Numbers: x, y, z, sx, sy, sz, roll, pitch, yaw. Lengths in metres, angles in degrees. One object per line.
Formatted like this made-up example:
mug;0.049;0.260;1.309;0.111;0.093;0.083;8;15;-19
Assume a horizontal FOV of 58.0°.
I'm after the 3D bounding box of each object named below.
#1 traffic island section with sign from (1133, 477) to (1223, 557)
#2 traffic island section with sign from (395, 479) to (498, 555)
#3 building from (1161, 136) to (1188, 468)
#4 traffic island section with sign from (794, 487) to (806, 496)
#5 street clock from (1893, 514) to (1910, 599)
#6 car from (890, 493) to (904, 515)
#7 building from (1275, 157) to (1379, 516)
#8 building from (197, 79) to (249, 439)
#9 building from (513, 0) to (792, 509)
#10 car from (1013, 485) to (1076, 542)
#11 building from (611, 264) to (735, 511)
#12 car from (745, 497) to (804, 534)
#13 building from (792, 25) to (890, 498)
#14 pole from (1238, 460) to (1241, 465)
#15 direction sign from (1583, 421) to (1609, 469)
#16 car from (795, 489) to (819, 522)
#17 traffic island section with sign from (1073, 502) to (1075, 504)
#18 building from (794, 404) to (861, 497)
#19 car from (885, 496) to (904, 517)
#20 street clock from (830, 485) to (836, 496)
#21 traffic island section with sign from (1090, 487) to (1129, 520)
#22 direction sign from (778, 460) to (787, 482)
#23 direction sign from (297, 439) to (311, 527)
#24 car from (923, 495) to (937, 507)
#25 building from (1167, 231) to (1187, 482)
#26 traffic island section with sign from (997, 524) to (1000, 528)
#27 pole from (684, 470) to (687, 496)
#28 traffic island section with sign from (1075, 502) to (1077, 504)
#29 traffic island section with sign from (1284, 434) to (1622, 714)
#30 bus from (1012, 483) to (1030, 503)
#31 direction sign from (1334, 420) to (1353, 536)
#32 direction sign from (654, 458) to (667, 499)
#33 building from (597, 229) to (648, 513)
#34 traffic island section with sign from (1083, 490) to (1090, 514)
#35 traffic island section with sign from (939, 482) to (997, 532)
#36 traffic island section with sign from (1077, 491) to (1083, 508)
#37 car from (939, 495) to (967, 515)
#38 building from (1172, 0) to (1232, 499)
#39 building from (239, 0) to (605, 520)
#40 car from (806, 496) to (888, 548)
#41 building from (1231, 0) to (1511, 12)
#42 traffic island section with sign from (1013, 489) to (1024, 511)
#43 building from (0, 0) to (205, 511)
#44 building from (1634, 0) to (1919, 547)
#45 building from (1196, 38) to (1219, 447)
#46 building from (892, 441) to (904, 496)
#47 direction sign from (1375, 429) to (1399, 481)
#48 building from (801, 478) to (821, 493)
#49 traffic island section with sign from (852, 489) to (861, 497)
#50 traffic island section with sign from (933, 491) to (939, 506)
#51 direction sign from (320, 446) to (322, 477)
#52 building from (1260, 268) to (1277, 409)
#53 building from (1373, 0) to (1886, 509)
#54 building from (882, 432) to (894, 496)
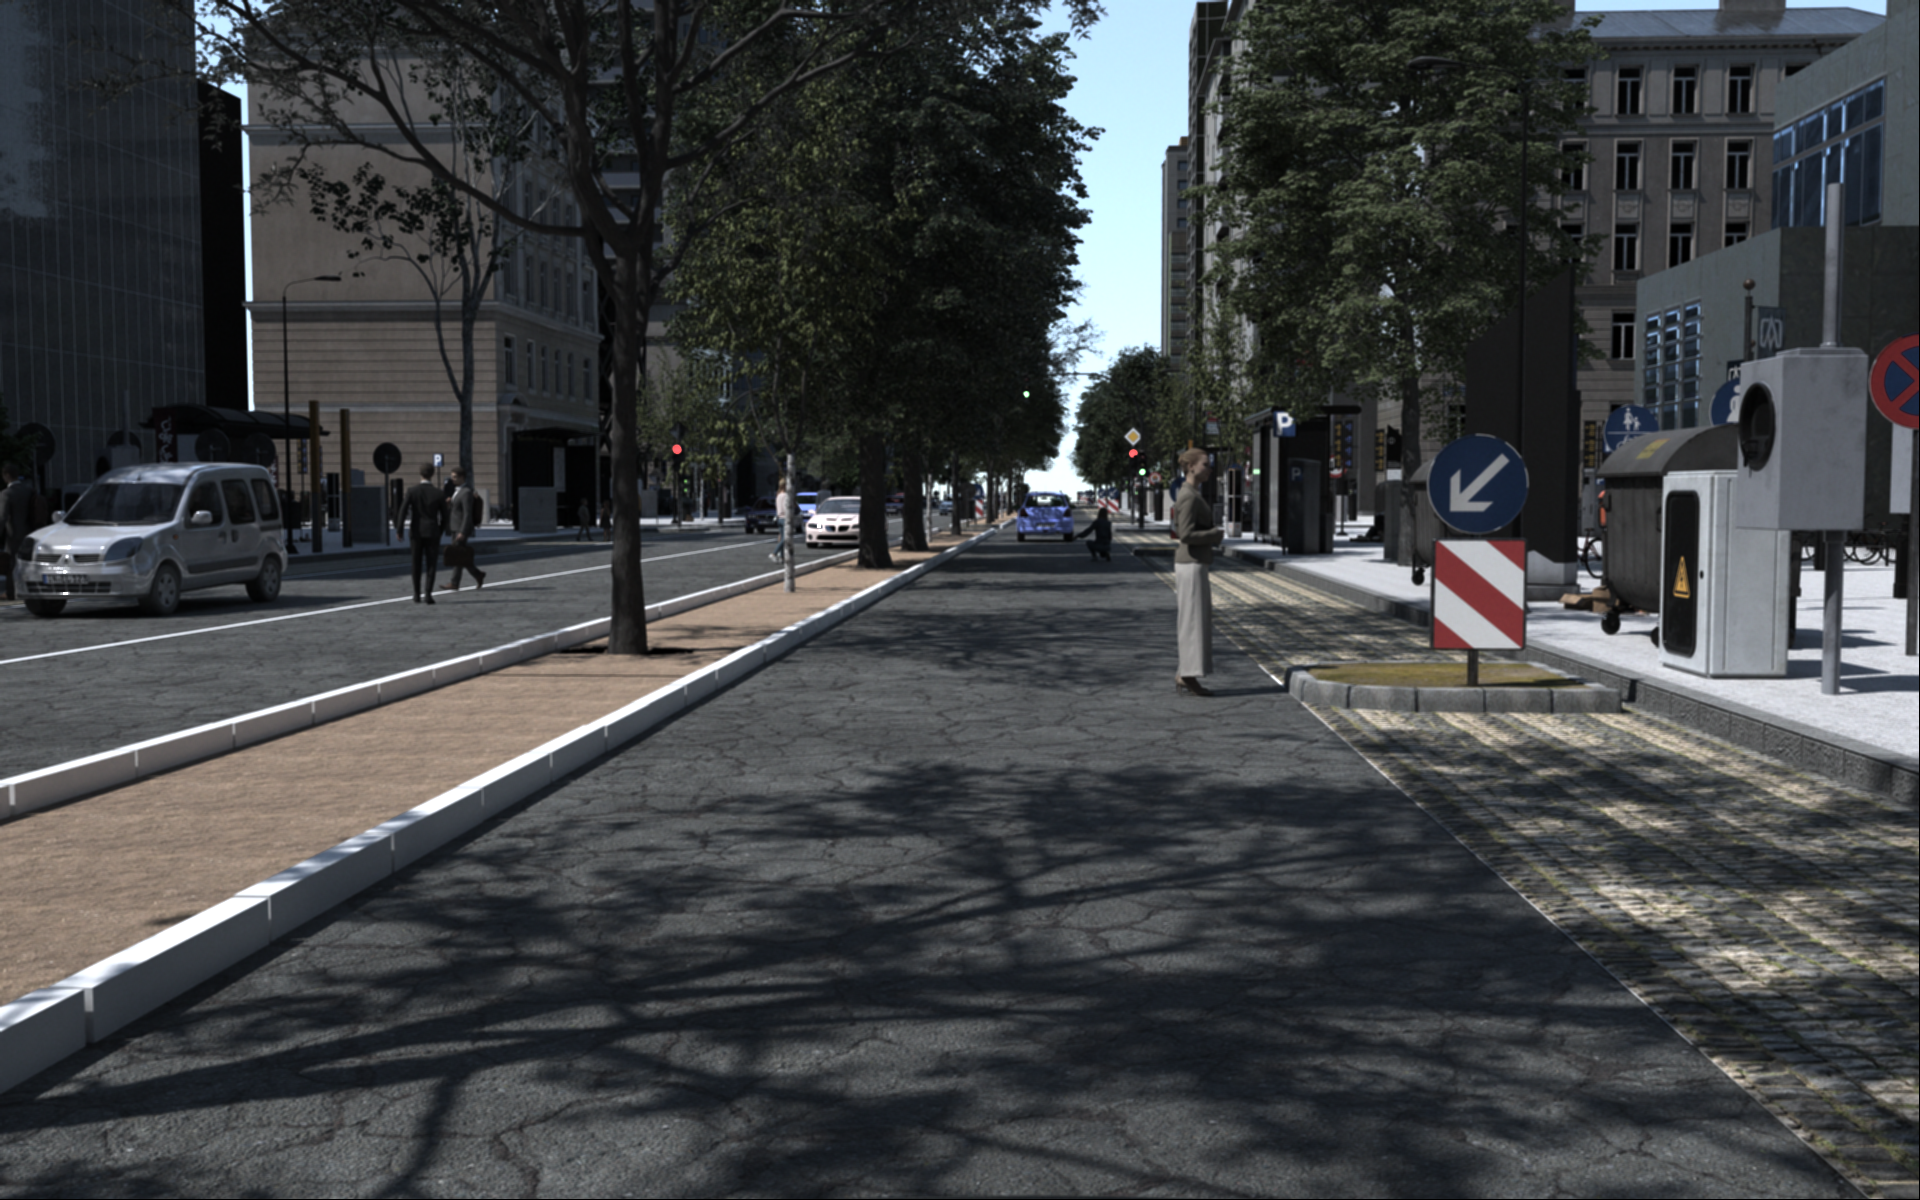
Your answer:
traffic island section with sign;5.049;-1.939;40.330;1.989;1.847;2.006;0;4;3
traffic island section with sign;-12.198;-2.008;41.467;1.989;1.847;2.006;0;4;3
building;44.256;-45.795;290.746;21.231;58.520;28.212;0;4;3
traffic island section with sign;-8.936;-5.372;96.456;1.989;1.847;2.006;0;4;3
street clock;11.601;-1.019;21.225;0.358;2.002;0.471;1;4;10
car;-3.772;-6.707;118.700;2.155;1.783;4.494;0;4;4
building;29.808;-18.131;115.507;14.314;24.678;30.058;0;4;3
building;-48.489;-16.043;91.976;15.834;23.373;12.332;0;4;3
building;-28.375;-38.037;163.905;21.231;58.520;28.212;0;4;3
car;2.578;-2.646;52.852;1.945;1.707;3.694;0;4;1
building;-24.530;-16.773;138.860;10.561;19.102;19.286;0;4;3
car;-6.789;-3.112;63.453;1.945;1.354;3.894;0;4;3
building;-21.571;-50.809;268.984;20.563;71.187;20.611;0;4;3
pole;16.624;-6.682;103.099;0.158;3.312;0.155;0;3;0
direction sign;19.788;-3.774;53.700;0.876;3.537;0.379;1;4;18
car;-6.922;-4.278;79.529;1.945;1.707;3.694;0;4;2
traffic island section with sign;17.769;-15.027;254.321;1.989;1.847;2.006;0;4;3
building;-20.127;-29.379;252.039;14.160;30.474;14.107;0;4;3
car;-4.089;-5.905;109.123;1.945;1.354;3.894;0;4;5
street clock;-10.025;-8.073;136.566;0.471;2.002;0.358;3;4;38
traffic island section with sign;8.330;-5.327;95.720;1.989;1.847;2.006;0;4;3
direction sign;-11.856;-7.572;115.804;0.379;3.537;0.876;-3;5;-45
direction sign;-25.461;-4.593;67.086;0.379;3.537;0.876;-3;5;-42
car;-3.391;-10.591;185.736;1.945;1.354;3.894;0;4;3
building;39.392;-35.861;269.925;14.154;41.232;14.086;0;4;3
traffic island section with sign;0.702;-3.973;73.100;2.006;1.907;1.989;0;4;3
pole;-18.541;-7.520;116.797;0.158;3.312;0.155;0;3;0
traffic island section with sign;14.496;-11.663;199.319;1.989;1.847;2.006;0;4;3
traffic island section with sign;3.356;-0.219;12.215;1.989;1.847;2.006;0;4;3
bus;10.489;-18.375;295.288;2.948;3.499;13.247;0;4;4
direction sign;11.802;-3.755;53.386;0.379;3.537;0.876;-2;4;-24
direction sign;-18.837;-7.150;108.899;0.876;3.537;0.379;-3;5;-40
building;-29.761;-15.174;115.540;16.820;18.784;16.811;0;4;3
traffic island section with sign;9.938;-6.985;122.836;1.989;1.847;2.006;0;4;3
traffic island section with sign;0.252;-3.521;65.707;2.006;1.907;1.989;0;4;3
traffic island section with sign;12.895;-10.016;172.385;1.989;1.847;2.006;0;4;3
car;-0.360;-6.452;117.486;2.014;1.417;4.499;0;4;5
building;41.758;-49.741;251.524;20.563;71.187;20.611;0;4;3
building;-28.793;-18.985;96.307;13.634;28.700;20.117;0;4;3
car;-3.044;-2.142;47.389;2.083;1.381;4.827;0;4;4
building;40.956;-35.429;168.499;28.713;52.752;27.495;0;4;3
traffic island section with sign;5.157;-8.561;148.107;2.006;1.907;1.989;0;4;3
building;-34.805;-14.212;50.396;19.932;24.808;12.078;0;4;3
building;30.596;-44.109;33.860;22.319;86.520;31.000;0;4;3
building;42.188;-37.164;196.867;28.713;52.752;27.495;0;4;3
building;-16.320;-37.788;301.427;14.154;41.232;14.086;0;4;3
direction sign;14.894;-4.190;60.496;0.876;3.537;0.379;3;4;37
building;-32.025;-30.542;191.238;32.217;40.220;23.993;0;4;3
traffic island section with sign;-7.335;-7.018;123.364;1.989;1.847;2.006;0;4;3
traffic island section with sign;-2.713;-11.759;200.887;1.989;1.847;2.006;0;4;3
direction sign;-30.192;-5.461;81.278;0.876;3.537;0.379;2;4;35
building;31.165;-18.905;138.773;12.332;23.373;15.834;0;4;3
building;34.410;-17.738;87.283;25.104;27.353;12.463;0;4;3
building;-18.561;-38.971;287.293;14.600;45.320;14.200;0;4;3
